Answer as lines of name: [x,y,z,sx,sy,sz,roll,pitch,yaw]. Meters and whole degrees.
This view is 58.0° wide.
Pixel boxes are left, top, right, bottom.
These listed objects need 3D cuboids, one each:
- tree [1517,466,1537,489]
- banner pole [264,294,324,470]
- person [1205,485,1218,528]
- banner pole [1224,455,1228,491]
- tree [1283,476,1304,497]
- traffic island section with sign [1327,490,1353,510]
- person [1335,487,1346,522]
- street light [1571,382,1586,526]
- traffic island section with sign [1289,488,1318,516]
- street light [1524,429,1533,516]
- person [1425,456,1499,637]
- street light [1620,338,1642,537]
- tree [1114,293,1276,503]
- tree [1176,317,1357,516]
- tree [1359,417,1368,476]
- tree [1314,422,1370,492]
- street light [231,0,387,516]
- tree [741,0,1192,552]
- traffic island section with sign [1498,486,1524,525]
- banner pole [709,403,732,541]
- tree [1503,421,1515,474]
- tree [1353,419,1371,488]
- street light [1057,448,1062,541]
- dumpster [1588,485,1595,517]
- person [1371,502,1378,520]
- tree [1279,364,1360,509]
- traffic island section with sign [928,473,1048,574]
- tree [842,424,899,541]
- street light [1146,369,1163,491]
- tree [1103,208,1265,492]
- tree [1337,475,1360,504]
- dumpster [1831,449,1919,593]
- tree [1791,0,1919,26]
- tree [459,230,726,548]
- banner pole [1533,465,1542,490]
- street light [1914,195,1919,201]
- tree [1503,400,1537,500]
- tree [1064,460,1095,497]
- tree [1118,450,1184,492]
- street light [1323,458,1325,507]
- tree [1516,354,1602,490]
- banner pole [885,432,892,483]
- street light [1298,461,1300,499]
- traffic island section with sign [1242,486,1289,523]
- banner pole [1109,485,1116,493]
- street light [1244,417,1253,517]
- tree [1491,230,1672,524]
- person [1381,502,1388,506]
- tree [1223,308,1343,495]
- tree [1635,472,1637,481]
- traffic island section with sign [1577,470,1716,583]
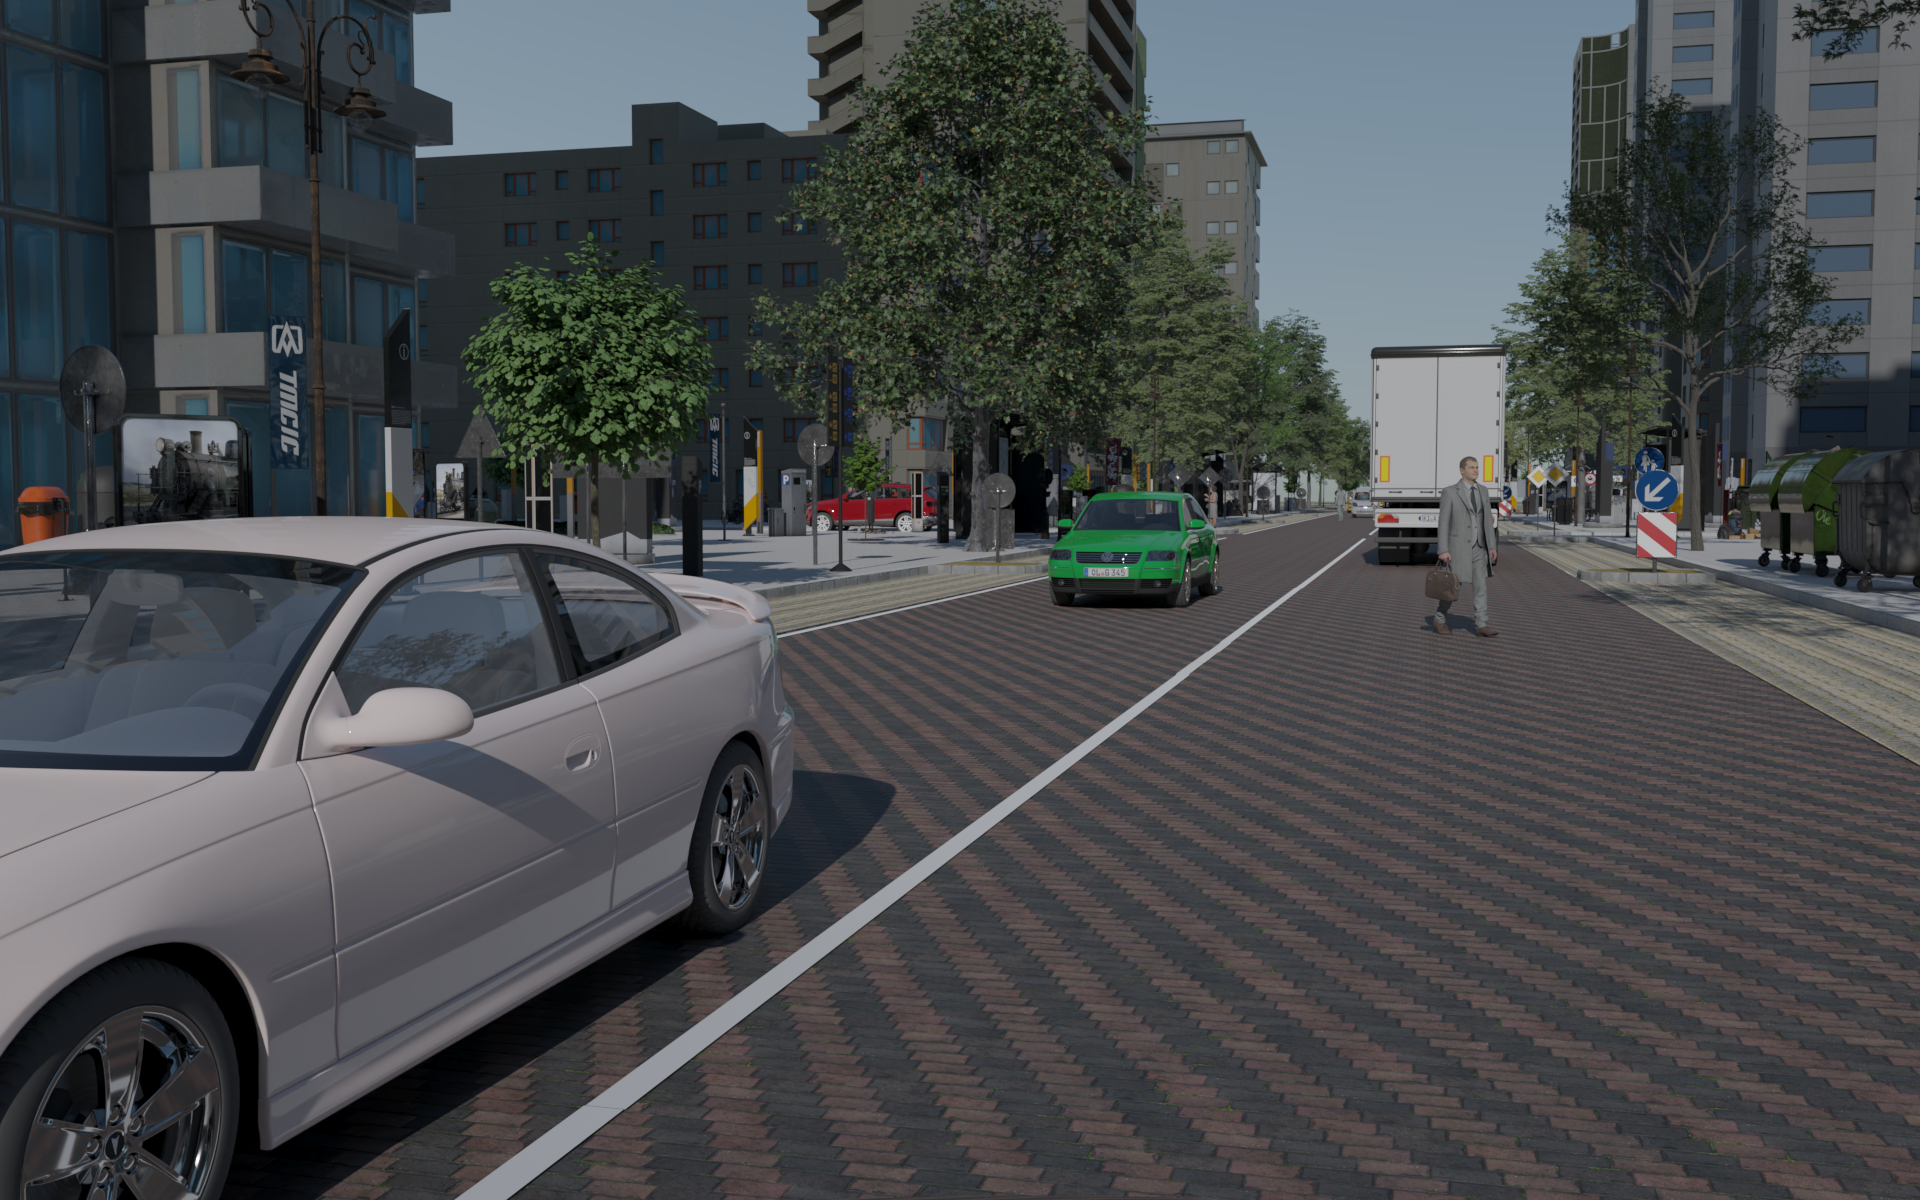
tree: [39.396,-7.732,121.019,1.663,3.219,1.824,0,3,0]
banner pole: [-8.161,-1.926,21.511,0.863,3.779,0.401,-3,5,-40]
person: [9.742,-3.580,67.393,0.532,1.782,0.716,0,4,1]
banner pole: [17.114,-7.443,111.715,0.401,3.779,0.863,3,4,37]
tree: [27.270,-9.064,142.798,1.663,3.219,1.824,0,3,0]
traffic island section with sign: [34.929,-9.237,159.646,1.989,1.847,2.006,1,4,15]
person: [19.602,-4.936,89.309,0.635,1.810,0.391,-3,5,-41]
street light: [24.396,-5.850,68.433,0.468,5.910,1.993,1,4,15]
traffic island section with sign: [22.004,-6.287,111.413,1.989,1.847,2.006,1,4,15]
street light: [32.940,-7.807,100.430,0.468,5.910,1.993,1,4,15]
person: [5.102,-0.541,17.442,0.694,1.812,0.767,-1,4,-19]
street light: [19.870,-4.807,51.380,0.468,5.910,1.993,1,4,15]
tree: [10.654,-8.854,79.173,8.767,10.594,7.601,2,4,27]
tree: [16.644,-10.842,103.016,9.928,11.665,9.643,0,3,0]
tree: [49.368,-18.798,225.468,7.486,12.596,7.792,0,3,0]
tree: [46.273,-16.913,210.947,7.601,10.594,8.767,-2,4,-35]
street light: [-5.743,-2.611,15.479,0.468,5.910,1.993,1,4,15]
tree: [0.446,-7.420,38.325,9.611,12.733,9.660,0,3,0]
traffic island section with sign: [25.582,-4.477,81.826,1.989,1.847,2.006,1,4,15]
banner pole: [-6.604,-3.510,47.413,0.401,3.779,0.863,2,4,30]
tree: [47.445,-12.261,150.828,4.360,8.622,3.978,0,3,0]
tree: [66.822,-23.455,290.146,9.857,13.997,8.962,0,3,0]
street light: [2.701,-4.527,46.809,0.468,5.910,1.993,1,4,15]
dumpster: [35.886,-5.581,97.006,1.264,1.857,1.865,1,4,15]
person: [22.578,-5.076,94.081,0.523,1.515,0.503,1,4,12]
tree: [30.043,-14.240,150.947,7.486,12.596,7.792,0,3,0]
traffic island section with sign: [0.621,-1.410,31.674,1.989,1.847,2.006,1,4,15]
tree: [-2.482,-3.250,47.739,1.663,3.219,1.824,0,3,0]
street light: [7.177,-5.571,63.876,0.468,5.910,1.993,1,4,15]
tree: [8.290,-9.268,69.654,7.486,12.596,7.792,0,3,0]
tree: [52.260,-15.258,233.176,4.285,4.588,4.351,0,3,0]
dumpster: [12.436,-1.054,22.999,1.264,1.857,1.865,1,4,15]
tree: [9.123,-4.652,10.470,7.601,10.594,8.767,-3,5,-45]
tree: [-4.599,-2.331,21.818,4.285,4.588,4.351,0,3,0]
banner pole: [43.041,-8.497,128.944,0.863,3.779,0.401,3,5,42]
street light: [11.441,-2.890,20.047,0.468,5.910,1.993,1,4,15]
tree: [42.994,-11.334,135.676,4.737,8.622,4.395,0,3,0]
tree: [6.709,-6.168,95.444,1.663,3.219,1.824,0,3,0]
tree: [13.108,-8.703,126.008,4.285,4.588,4.351,0,3,0]
street light: [35.894,-12.112,170.813,0.468,5.910,1.993,1,4,15]
tree: [30.318,-8.385,87.465,4.360,8.622,3.978,0,3,0]
banner pole: [-2.799,-4.791,68.351,0.401,3.779,0.863,1,4,19]
street light: [27.062,-10.113,138.136,0.468,5.910,1.993,1,4,15]
traffic island section with sign: [14.937,-4.675,85.057,1.989,1.847,2.006,1,4,15]
banner pole: [10.698,-8.050,121.640,0.863,3.779,0.401,1,4,17]
street light: [15.949,-7.544,96.131,0.468,5.910,1.993,1,4,15]
tree: [26.515,-9.587,74.870,7.486,12.596,7.792,0,3,0]
person: [32.176,-7.482,130.842,0.660,1.820,0.620,-2,4,-26]
tree: [21.776,-13.073,120.403,9.857,13.997,8.962,0,3,0]
tree: [49.509,-8.156,127.957,1.663,3.219,1.824,0,3,0]
traffic island section with sign: [11.364,-1.233,28.795,1.989,1.847,2.006,1,4,15]
